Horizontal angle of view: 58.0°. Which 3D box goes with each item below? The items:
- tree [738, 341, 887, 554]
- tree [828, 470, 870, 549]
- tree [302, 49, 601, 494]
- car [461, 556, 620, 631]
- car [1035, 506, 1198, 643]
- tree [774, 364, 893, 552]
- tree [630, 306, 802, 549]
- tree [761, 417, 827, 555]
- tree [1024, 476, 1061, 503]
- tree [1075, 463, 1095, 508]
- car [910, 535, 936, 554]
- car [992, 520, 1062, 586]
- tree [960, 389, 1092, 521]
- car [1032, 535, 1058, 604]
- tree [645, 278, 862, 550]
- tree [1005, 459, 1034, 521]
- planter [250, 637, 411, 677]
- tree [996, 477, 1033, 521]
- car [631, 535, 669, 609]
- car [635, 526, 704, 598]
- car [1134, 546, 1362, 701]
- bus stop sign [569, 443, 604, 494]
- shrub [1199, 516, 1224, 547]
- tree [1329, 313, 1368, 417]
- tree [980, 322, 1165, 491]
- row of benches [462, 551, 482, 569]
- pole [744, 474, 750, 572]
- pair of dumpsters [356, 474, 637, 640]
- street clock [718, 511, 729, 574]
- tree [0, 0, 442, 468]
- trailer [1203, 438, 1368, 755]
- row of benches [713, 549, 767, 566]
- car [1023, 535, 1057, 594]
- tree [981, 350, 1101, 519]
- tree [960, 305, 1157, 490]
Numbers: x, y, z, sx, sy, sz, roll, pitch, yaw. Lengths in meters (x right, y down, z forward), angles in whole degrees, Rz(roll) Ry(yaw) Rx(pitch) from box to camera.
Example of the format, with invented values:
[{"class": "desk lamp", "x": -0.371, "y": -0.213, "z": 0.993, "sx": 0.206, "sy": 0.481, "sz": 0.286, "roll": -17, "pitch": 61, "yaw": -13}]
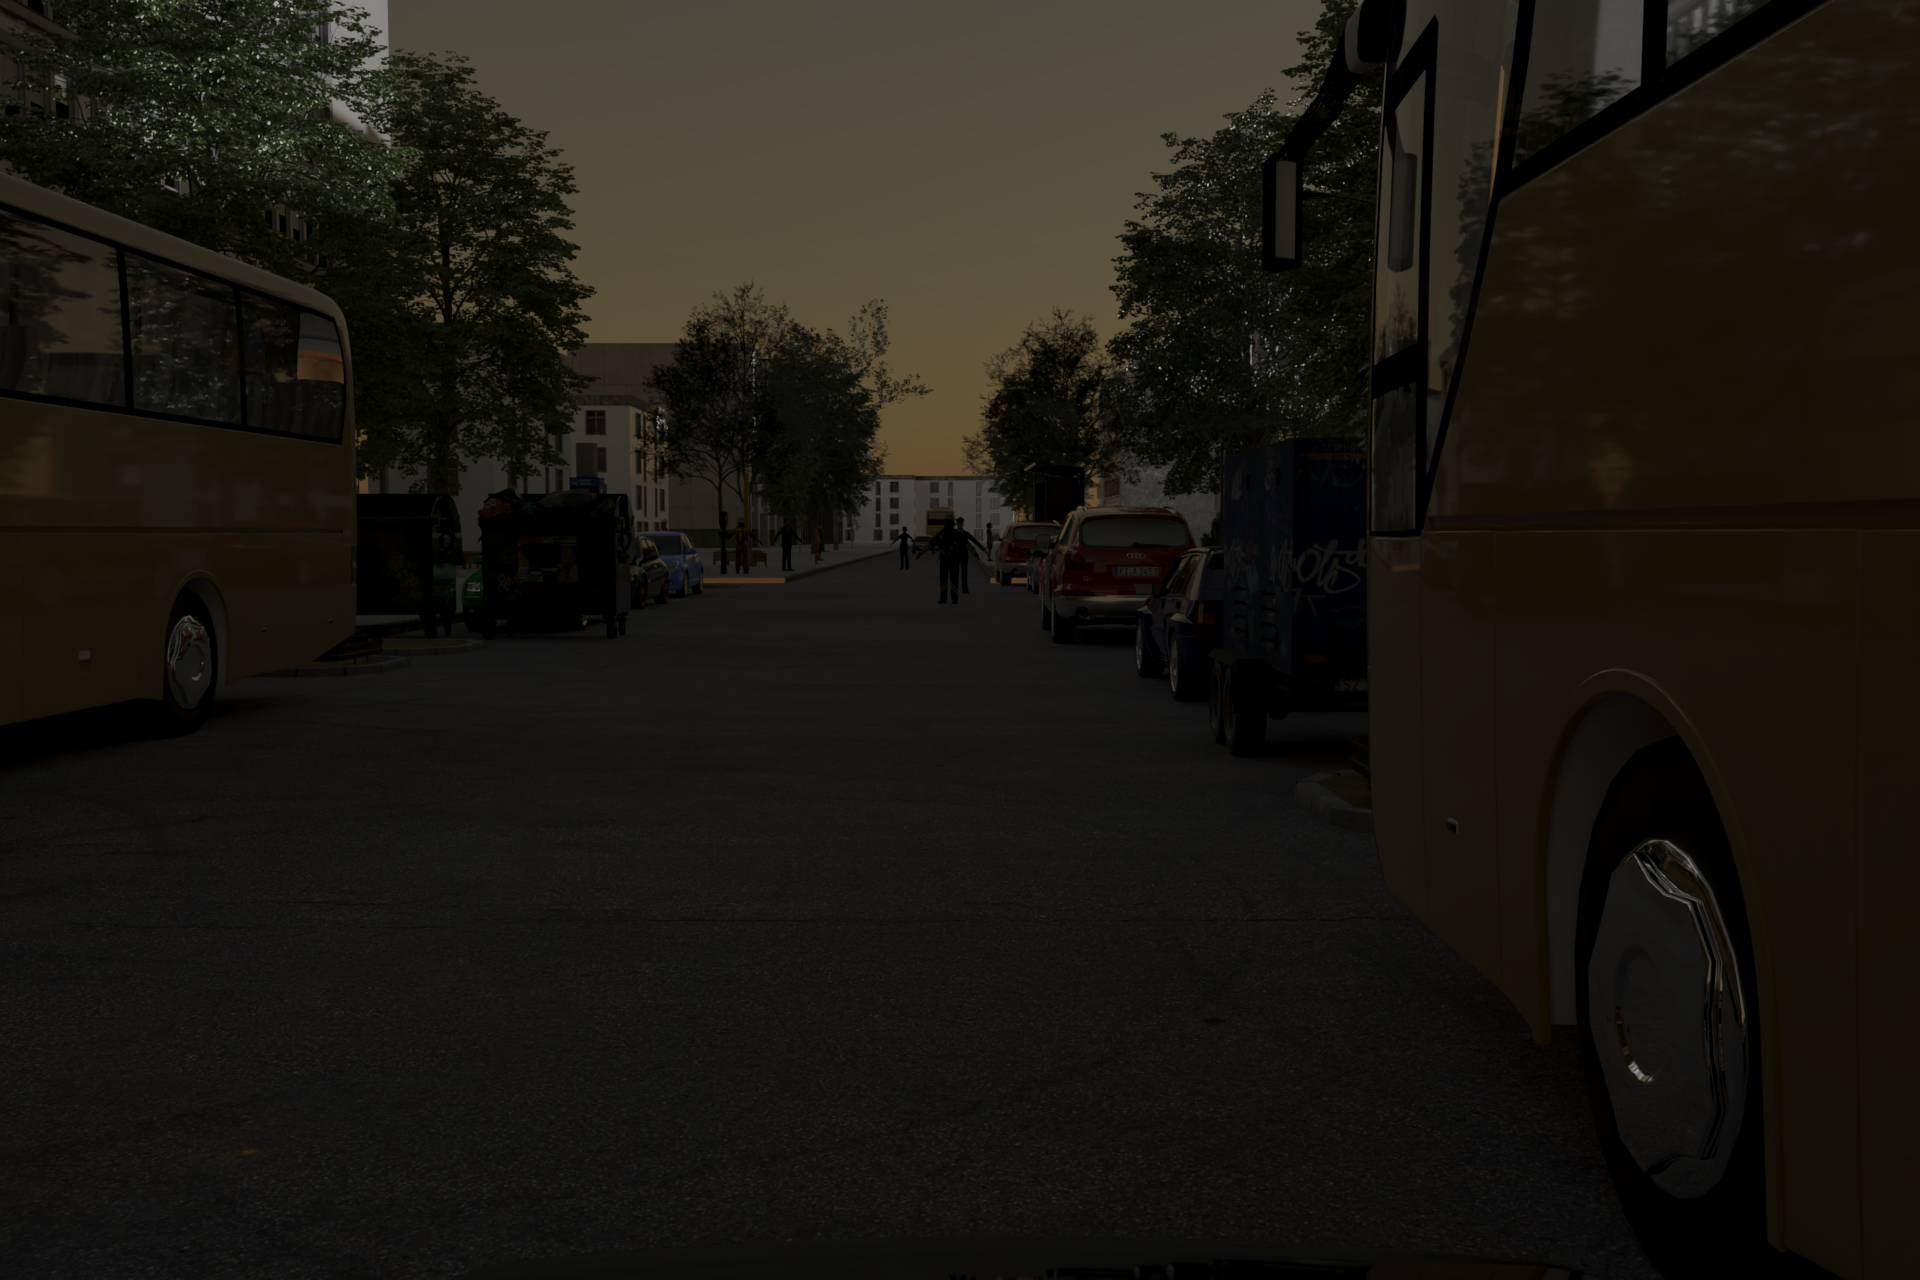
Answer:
[{"class": "tree", "x": -9.671, "y": -12.680, "z": 113.976, "sx": 9.857, "sy": 13.997, "sz": 8.962, "roll": 0, "pitch": 3, "yaw": 0}, {"class": "tree", "x": -9.280, "y": -12.312, "z": 151.658, "sx": 4.360, "sy": 8.622, "sz": 3.978, "roll": 0, "pitch": 3, "yaw": 0}, {"class": "tree", "x": -12.145, "y": -7.540, "z": 41.409, "sx": 7.486, "sy": 12.596, "sz": 7.792, "roll": 0, "pitch": 3, "yaw": 0}, {"class": "car", "x": -6.471, "y": -1.122, "z": 27.140, "sx": 1.959, "sy": 1.807, "sz": 4.718, "roll": 0, "pitch": 4, "yaw": -1}, {"class": "car", "x": 2.218, "y": -0.953, "z": 24.252, "sx": 2.281, "sy": 1.827, "sz": 5.304, "roll": 0, "pitch": 4, "yaw": 0}, {"class": "tree", "x": -9.899, "y": -13.127, "z": 124.994, "sx": 12.009, "sy": 13.543, "sz": 11.850, "roll": 0, "pitch": 3, "yaw": 0}, {"class": "tree", "x": -10.111, "y": -8.388, "z": 71.556, "sx": 7.601, "sy": 10.594, "sz": 8.767, "roll": -1, "pitch": 4, "yaw": -9}, {"class": "tree", "x": -10.043, "y": -9.528, "z": 106.146, "sx": 4.737, "sy": 8.622, "sz": 4.395, "roll": 0, "pitch": 3, "yaw": 0}, {"class": "tree", "x": 5.918, "y": -10.408, "z": 120.540, "sx": 4.737, "sy": 8.622, "sz": 4.395, "roll": 0, "pitch": 3, "yaw": 0}, {"class": "tree", "x": 15.409, "y": -20.054, "z": 246.010, "sx": 7.486, "sy": 12.596, "sz": 7.792, "roll": 0, "pitch": 3, "yaw": 0}, {"class": "car", "x": -2.656, "y": -7.002, "z": 127.056, "sx": 1.945, "sy": 1.354, "sz": 3.894, "roll": 0, "pitch": 4, "yaw": 0}, {"class": "car", "x": 2.097, "y": -2.505, "z": 49.626, "sx": 2.281, "sy": 1.827, "sz": 5.304, "roll": 0, "pitch": 4, "yaw": -1}, {"class": "tree", "x": 5.242, "y": -13.636, "z": 133.323, "sx": 12.009, "sy": 13.543, "sz": 11.850, "roll": 0, "pitch": 3, "yaw": 0}, {"class": "car", "x": 2.517, "y": -1.527, "z": 34.006, "sx": 2.155, "sy": 1.783, "sz": 4.494, "roll": 0, "pitch": 4, "yaw": 0}, {"class": "tree", "x": -10.369, "y": -10.624, "z": 84.076, "sx": 12.009, "sy": 13.543, "sz": 11.850, "roll": 0, "pitch": 3, "yaw": 0}, {"class": "tree", "x": 5.908, "y": -12.014, "z": 146.799, "sx": 4.737, "sy": 8.622, "sz": 4.395, "roll": 0, "pitch": 3, "yaw": 0}, {"class": "planter", "x": -6.956, "y": 0.173, "z": 18.314, "sx": 1.991, "sy": 0.319, "sz": 1.994, "roll": 0, "pitch": 4, "yaw": 1}, {"class": "tree", "x": 5.149, "y": -12.570, "z": 155.880, "sx": 4.360, "sy": 8.622, "sz": 3.978, "roll": 0, "pitch": 3, "yaw": 0}, {"class": "car", "x": -6.884, "y": -1.496, "z": 34.248, "sx": 2.009, "sy": 1.686, "sz": 4.222, "roll": 0, "pitch": 4, "yaw": 0}, {"class": "car", "x": -7.004, "y": -1.869, "z": 40.152, "sx": 1.945, "sy": 1.707, "sz": 3.694, "roll": 0, "pitch": 4, "yaw": 0}, {"class": "car", "x": 2.660, "y": -0.221, "z": 16.202, "sx": 1.945, "sy": 1.354, "sz": 3.894, "roll": 0, "pitch": 4, "yaw": -1}, {"class": "bus stop sign", "x": -10.802, "y": -3.743, "z": 50.212, "sx": 0.837, "sy": 3.901, "sz": 0.837, "roll": 0, "pitch": 4, "yaw": 0}, {"class": "shrub", "x": 10.515, "y": -4.046, "z": 70.199, "sx": 1.661, "sy": 2.075, "sz": 1.752, "roll": 0, "pitch": 3, "yaw": 0}, {"class": "tree", "x": 16.654, "y": -8.428, "z": 63.545, "sx": 9.928, "sy": 11.665, "sz": 9.643, "roll": 0, "pitch": 3, "yaw": 0}, {"class": "tree", "x": 5.338, "y": -8.653, "z": 75.887, "sx": 8.767, "sy": 10.594, "sz": 7.601, "roll": -1, "pitch": 4, "yaw": -14}, {"class": "row of benches", "x": -18.025, "y": -3.047, "z": 65.275, "sx": 1.422, "sy": 0.672, "sz": 4.104, "roll": 1, "pitch": 4, "yaw": 12}, {"class": "pole", "x": -7.207, "y": -3.955, "z": 58.499, "sx": 0.158, "sy": 3.312, "sz": 0.155, "roll": 0, "pitch": 3, "yaw": 0}, {"class": "pair of dumpsters", "x": -6.781, "y": -1.159, "z": 23.896, "sx": 4.436, "sy": 2.255, "sz": 1.574, "roll": 0, "pitch": 4, "yaw": -1}, {"class": "street clock", "x": -7.538, "y": -3.099, "z": 55.233, "sx": 0.358, "sy": 2.002, "sz": 0.471, "roll": 0, "pitch": 4, "yaw": 1}, {"class": "tree", "x": -13.133, "y": -6.836, "z": 29.893, "sx": 7.486, "sy": 12.596, "sz": 7.792, "roll": 0, "pitch": 3, "yaw": 0}, {"class": "trailer", "x": 2.450, "y": -0.317, "z": 12.231, "sx": 1.471, "sy": 1.999, "sz": 3.904, "roll": 0, "pitch": 3, "yaw": 0}, {"class": "row of benches", "x": -8.927, "y": -3.358, "z": 70.360, "sx": 1.422, "sy": 0.672, "sz": 4.104, "roll": -2, "pitch": 4, "yaw": -31}, {"class": "car", "x": 2.583, "y": -1.869, "z": 42.566, "sx": 2.014, "sy": 1.417, "sz": 4.499, "roll": 0, "pitch": 4, "yaw": -1}, {"class": "tree", "x": 4.982, "y": -11.498, "z": 106.113, "sx": 7.486, "sy": 12.596, "sz": 7.792, "roll": 0, "pitch": 3, "yaw": 0}, {"class": "tree", "x": 5.578, "y": -11.126, "z": 92.281, "sx": 12.009, "sy": 13.543, "sz": 11.850, "roll": 0, "pitch": 3, "yaw": 0}]
